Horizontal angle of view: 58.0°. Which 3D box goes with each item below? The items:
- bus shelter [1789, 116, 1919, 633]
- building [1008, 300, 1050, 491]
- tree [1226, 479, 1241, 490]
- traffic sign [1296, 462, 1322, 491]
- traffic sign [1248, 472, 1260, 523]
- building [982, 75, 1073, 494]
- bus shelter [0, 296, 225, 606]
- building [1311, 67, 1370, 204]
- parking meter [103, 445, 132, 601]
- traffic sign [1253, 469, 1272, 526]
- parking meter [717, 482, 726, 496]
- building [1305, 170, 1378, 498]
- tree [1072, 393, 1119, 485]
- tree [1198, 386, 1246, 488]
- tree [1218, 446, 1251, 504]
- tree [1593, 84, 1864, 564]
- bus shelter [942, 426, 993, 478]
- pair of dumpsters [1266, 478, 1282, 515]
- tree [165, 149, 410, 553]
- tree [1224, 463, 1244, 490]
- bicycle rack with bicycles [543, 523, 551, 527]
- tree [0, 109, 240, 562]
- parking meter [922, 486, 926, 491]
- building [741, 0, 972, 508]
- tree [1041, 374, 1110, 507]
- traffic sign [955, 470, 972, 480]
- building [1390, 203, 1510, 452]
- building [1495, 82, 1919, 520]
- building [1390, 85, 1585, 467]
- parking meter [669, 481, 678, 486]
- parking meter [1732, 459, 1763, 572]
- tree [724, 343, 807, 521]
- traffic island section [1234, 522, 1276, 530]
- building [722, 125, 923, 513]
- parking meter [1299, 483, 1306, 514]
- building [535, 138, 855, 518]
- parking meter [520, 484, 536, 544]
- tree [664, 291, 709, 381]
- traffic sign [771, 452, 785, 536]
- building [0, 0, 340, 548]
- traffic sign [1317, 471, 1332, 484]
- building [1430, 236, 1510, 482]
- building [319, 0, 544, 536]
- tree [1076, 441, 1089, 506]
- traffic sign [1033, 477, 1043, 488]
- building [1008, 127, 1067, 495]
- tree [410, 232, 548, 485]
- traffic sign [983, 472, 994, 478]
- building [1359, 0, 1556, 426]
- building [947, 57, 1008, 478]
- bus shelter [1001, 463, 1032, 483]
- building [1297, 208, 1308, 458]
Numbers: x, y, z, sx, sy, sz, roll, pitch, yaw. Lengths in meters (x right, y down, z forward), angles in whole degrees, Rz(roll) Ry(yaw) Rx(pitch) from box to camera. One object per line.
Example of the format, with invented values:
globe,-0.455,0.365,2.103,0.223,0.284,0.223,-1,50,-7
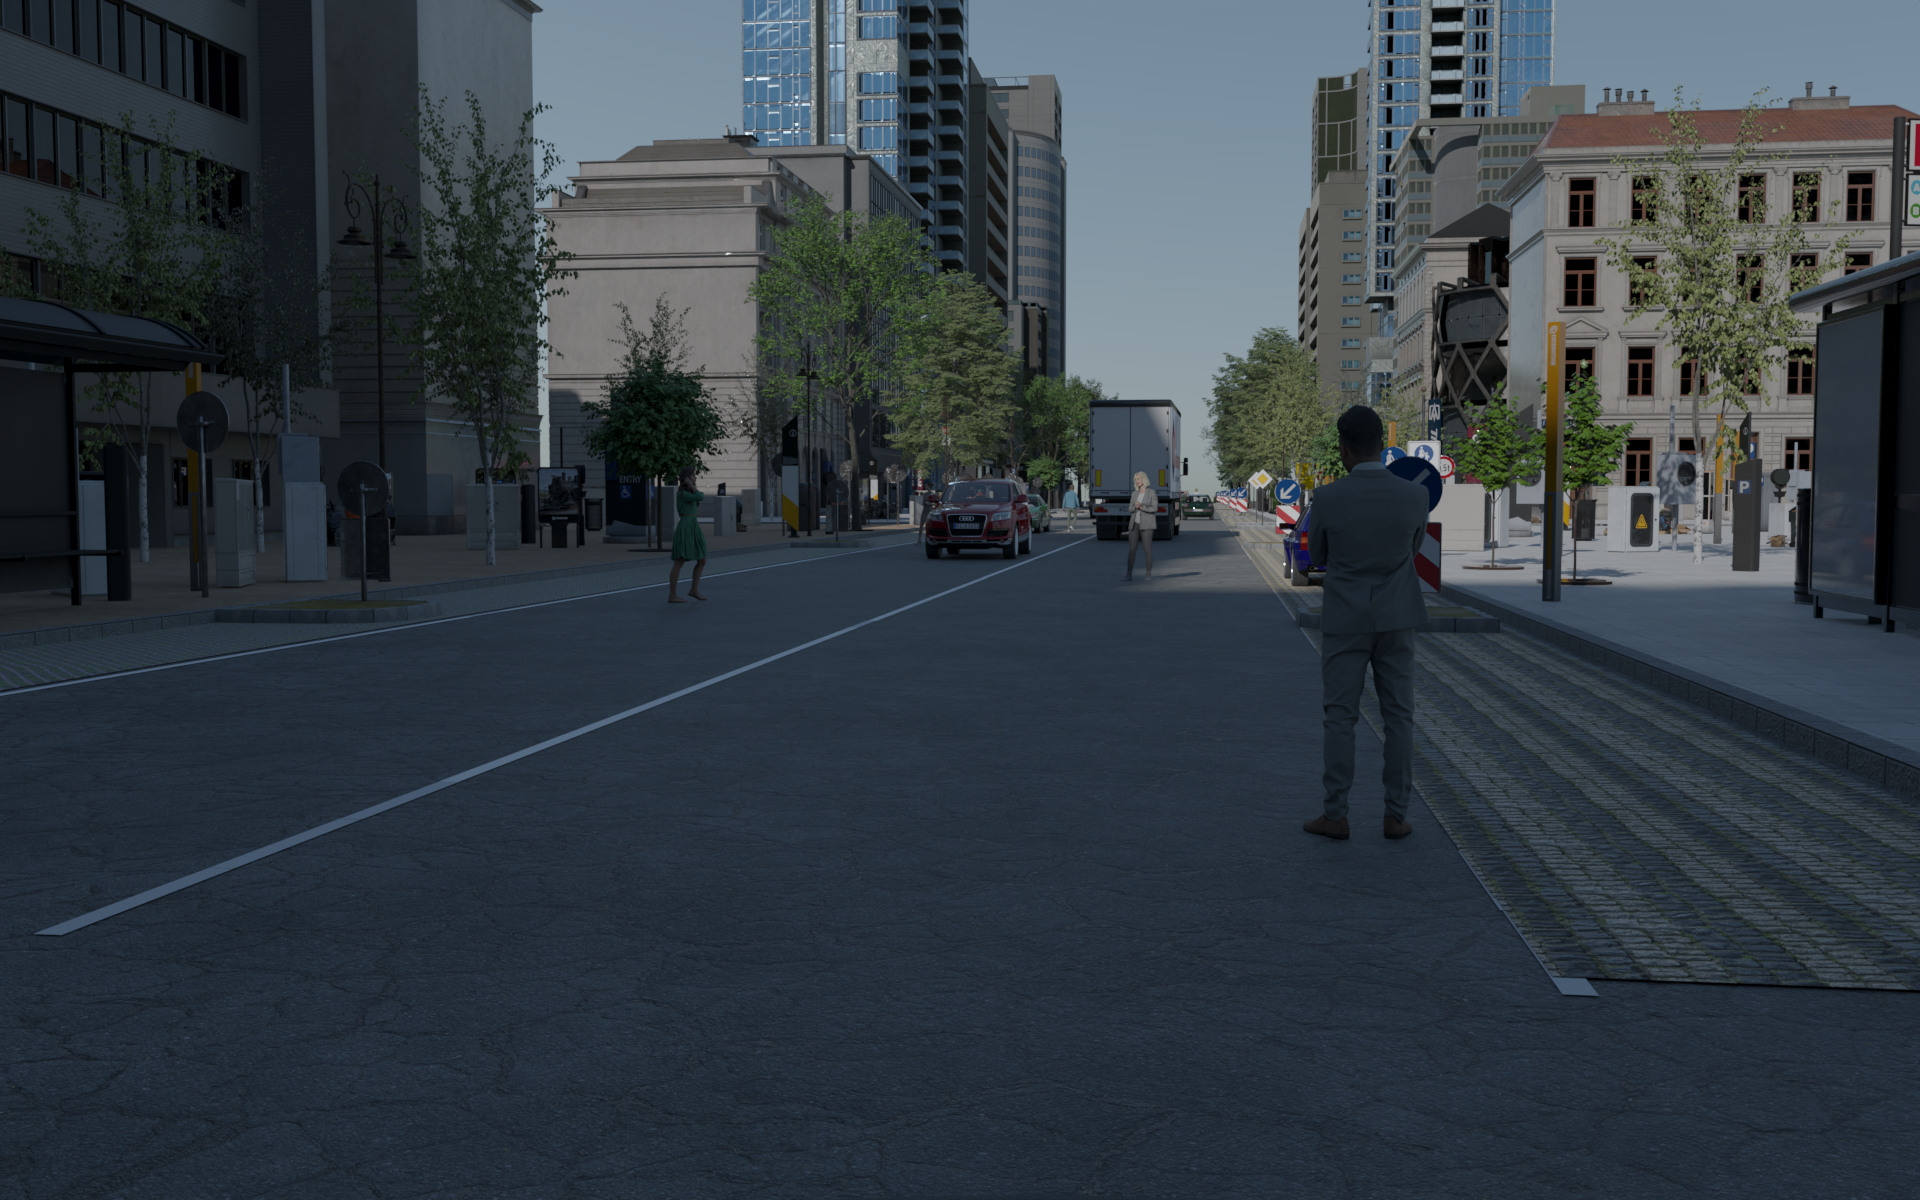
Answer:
bus shelter,9.423,-2.362,16.243,2.179,5.291,8.768,0,4,8
building,5.661,-29.695,257.219,14.160,30.474,14.107,0,4,8
tree,46.383,-18.767,290.550,4.285,4.588,4.351,0,3,0
traffic sign,22.544,-7.127,110.406,2.265,3.308,0.079,1,4,12
traffic sign,13.313,-4.532,77.739,0.795,2.450,0.064,0,4,8
building,9.239,-52.793,301.409,20.563,71.187,20.611,0,4,8
bus shelter,-9.816,-1.432,17.337,2.014,3.302,5.546,0,4,8
building,68.420,-52.425,295.392,20.563,71.187,20.611,0,4,8
parking meter,-10.160,-0.928,20.886,0.255,1.863,0.399,-2,4,-24
traffic sign,12.197,-4.048,69.832,0.795,2.450,0.064,0,4,8
parking meter,-11.736,-4.866,85.270,0.399,1.863,0.255,-1,4,-17
building,62.521,-38.524,253.571,21.300,48.544,21.600,0,4,8
tree,18.065,-18.970,216.812,9.857,13.997,8.962,0,3,0
tree,31.117,-17.066,189.399,12.009,13.543,11.850,0,3,0
tree,38.926,-19.164,239.090,9.928,11.665,9.643,0,3,0
tree,13.841,-4.971,31.642,4.737,8.622,4.395,0,3,0
bus shelter,0.399,-7.741,104.202,2.179,5.291,8.768,0,4,8
pair of dumpsters,20.263,-6.550,109.583,1.574,2.255,4.437,0,4,8
tree,-15.144,-5.342,37.710,4.360,8.622,3.978,0,3,0
tree,40.055,-18.388,250.999,4.360,8.622,3.978,0,3,0
bicycle rack with bicycles,-17.234,-3.375,68.556,2.925,0.926,2.852,1,4,21
tree,-15.733,-5.035,32.689,4.737,8.622,4.395,0,3,0
parking meter,-2.702,-7.627,130.411,0.255,1.863,0.399,-1,4,-18
building,-9.914,-52.477,170.671,22.319,86.520,31.000,0,4,8
tree,11.536,-15.206,165.633,9.611,12.733,9.660,0,3,0
traffic sign,0.175,-4.153,71.543,0.795,2.450,0.064,0,4,8
building,41.215,-18.997,139.483,11.050,23.489,19.941,0,4,8
building,39.690,-15.555,90.477,21.152,22.565,11.583,0,4,8
building,55.667,-29.208,169.427,32.217,40.220,23.993,0,4,8
parking meter,-8.150,-2.652,49.075,0.255,1.863,0.399,1,4,12
parking meter,13.064,-1.410,28.770,0.255,1.863,0.399,-3,4,-38
tree,-9.145,-8.113,83.013,4.360,8.622,3.978,0,3,0
traffic island section,13.338,-3.396,77.813,2.009,0.180,2.903,0,4,8
building,-11.560,-20.507,128.803,14.314,27.812,24.014,0,4,8
parking meter,17.785,-5.173,90.296,0.255,1.863,0.399,-3,5,-40
building,-15.144,-16.114,105.260,13.314,21.916,24.055,0,4,8
parking meter,-11.180,-2.228,44.831,0.372,1.533,0.369,0,3,0
tree,-11.390,-6.933,63.724,4.737,8.622,4.395,0,3,0
traffic sign,-5.357,-3.205,52.510,0.768,2.556,0.104,1,4,12
building,-25.831,-13.104,33.320,14.314,24.678,30.058,0,4,8
traffic sign,18.633,-5.413,88.608,0.768,2.556,0.104,1,4,13
building,41.468,-15.512,121.068,16.820,18.784,16.811,0,4,8
building,-24.559,-12.812,58.622,18.267,20.994,9.793,0,4,8
tree,13.955,-14.642,189.751,4.737,8.622,4.395,0,3,0
traffic sign,5.840,-7.976,130.515,0.768,2.556,0.104,1,4,13
building,5.405,-44.999,277.728,21.231,58.520,28.212,0,4,8
tree,-13.357,-6.013,48.669,4.360,8.622,3.978,0,3,0
traffic sign,1.291,-4.637,79.450,0.795,2.450,0.064,0,4,8
building,54.842,-54.017,195.846,22.319,86.520,31.000,0,4,8
building,-6.257,-35.115,197.826,21.300,48.544,21.600,0,4,8
bus shelter,4.339,-8.635,132.467,1.731,3.624,6.357,0,4,8
building,65.015,-39.838,275.055,21.300,48.544,21.600,0,4,8
